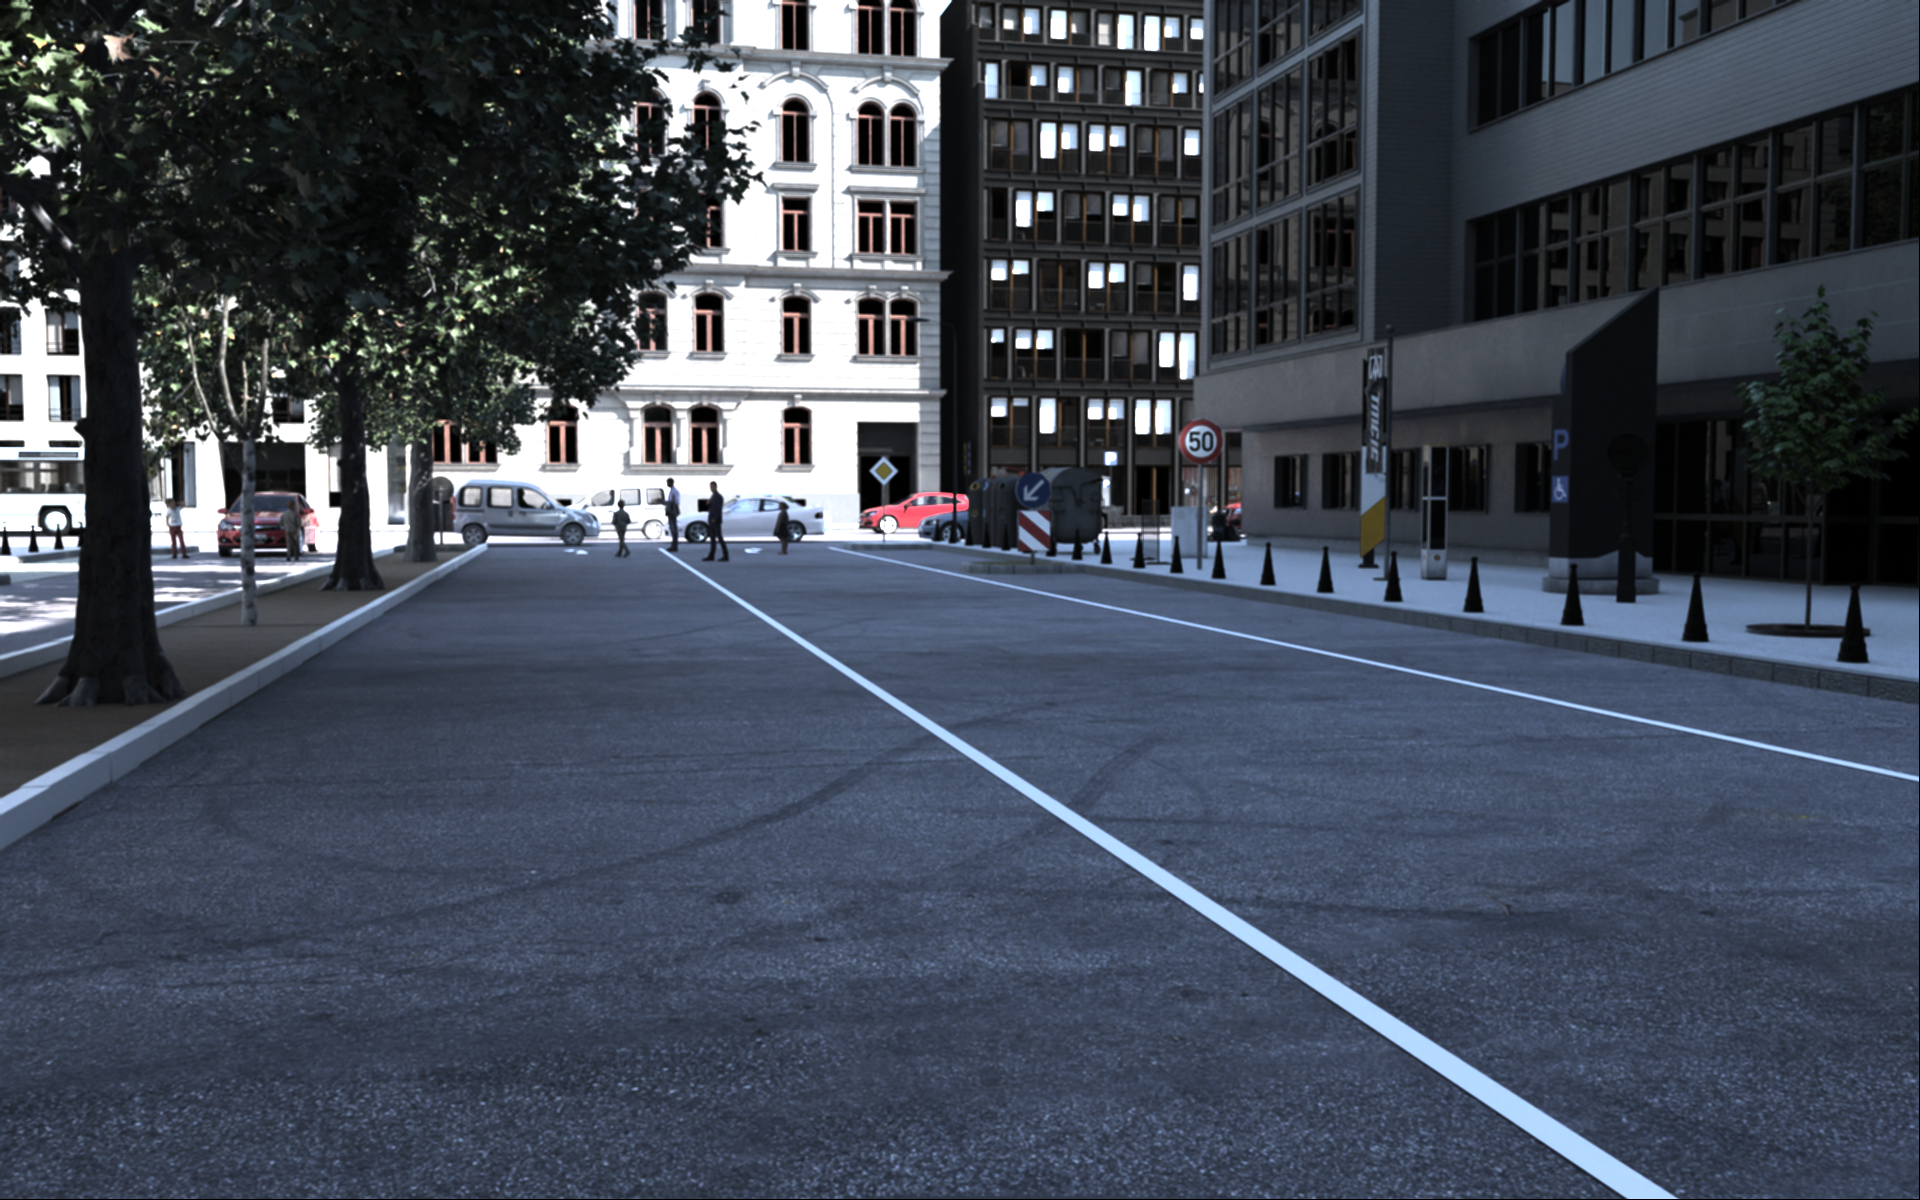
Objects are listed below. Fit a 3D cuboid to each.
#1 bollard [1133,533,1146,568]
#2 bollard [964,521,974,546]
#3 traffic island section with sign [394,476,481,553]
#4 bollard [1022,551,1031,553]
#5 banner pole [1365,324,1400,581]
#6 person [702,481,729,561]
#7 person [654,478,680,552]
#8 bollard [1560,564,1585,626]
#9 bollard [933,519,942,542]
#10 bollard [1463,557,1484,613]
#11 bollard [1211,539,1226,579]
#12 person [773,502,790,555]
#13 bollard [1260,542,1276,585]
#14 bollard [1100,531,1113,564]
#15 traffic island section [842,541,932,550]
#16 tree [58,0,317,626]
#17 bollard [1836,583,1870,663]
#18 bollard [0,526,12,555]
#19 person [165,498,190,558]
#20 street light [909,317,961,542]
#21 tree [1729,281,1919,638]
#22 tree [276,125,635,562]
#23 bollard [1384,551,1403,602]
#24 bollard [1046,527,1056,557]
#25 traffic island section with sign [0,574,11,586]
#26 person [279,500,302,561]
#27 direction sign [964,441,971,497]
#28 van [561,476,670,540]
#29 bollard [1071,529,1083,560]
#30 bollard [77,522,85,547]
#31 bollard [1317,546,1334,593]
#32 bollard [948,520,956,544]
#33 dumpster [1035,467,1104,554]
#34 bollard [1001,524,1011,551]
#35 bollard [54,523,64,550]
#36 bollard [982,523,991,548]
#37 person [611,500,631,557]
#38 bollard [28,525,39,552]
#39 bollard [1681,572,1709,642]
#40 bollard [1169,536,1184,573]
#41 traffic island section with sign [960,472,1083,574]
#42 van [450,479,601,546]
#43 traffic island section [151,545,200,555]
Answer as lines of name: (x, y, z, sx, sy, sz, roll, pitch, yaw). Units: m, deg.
bollard: (3.108, -0.855, 30.026, 0.229, 0.601, 0.229, 0, 3, 0)
bollard: (0.223, -1.654, 43.085, 0.229, 0.601, 0.229, 0, 3, 0)
traffic island section with sign: (-13.074, -2.160, 43.448, 2.006, 1.907, 1.989, -1, 4, -12)
bollard: (1.457, -1.312, 37.486, 0.229, 0.601, 0.229, 0, 3, 0)
banner pole: (6.283, -2.195, 25.897, 0.401, 3.779, 0.863, -1, 4, -17)
person: (-5.235, -1.688, 37.022, 0.530, 1.710, 0.541, -1, 4, -19)
person: (-7.290, -2.128, 43.169, 0.599, 1.838, 0.709, -2, 4, -24)
bollard: (6.005, -0.056, 16.963, 0.229, 0.601, 0.229, 0, 3, 0)
bollard: (-0.608, -1.883, 46.823, 0.229, 0.601, 0.229, 0, 3, 0)
bollard: (5.587, -0.170, 18.828, 0.229, 0.601, 0.229, 0, 3, 0)
bollard: (3.931, -0.627, 26.298, 0.229, 0.601, 0.229, 0, 3, 0)
person: (-4.233, -1.703, 41.011, 0.373, 1.253, 0.362, 1, 4, 21)
bollard: (4.347, -0.513, 24.430, 0.229, 0.601, 0.229, 0, 3, 0)
bollard: (2.697, -0.969, 31.890, 0.229, 0.601, 0.229, 0, 3, 0)
traffic island section: (-1.985, -1.429, 45.649, 2.009, 0.180, 2.903, -1, 4, -12)
tree: (-7.773, -4.033, 18.760, 4.360, 8.622, 3.978, 0, 3, 0)
bollard: (6.829, 0.172, 13.230, 0.229, 0.601, 0.229, 0, 3, 0)
bollard: (-20.053, -1.244, 36.374, 0.229, 0.601, 0.229, 0, 3, 0)
person: (-17.413, -1.598, 38.539, 0.435, 1.345, 0.340, -3, 4, -39)
street light: (-0.667, -4.482, 45.814, 1.470, 5.913, 1.316, -1, 4, -12)
tree: (7.937, -1.298, 15.832, 1.663, 3.219, 1.824, 0, 3, 0)
tree: (-11.375, -7.766, 36.078, 9.857, 13.997, 8.962, 0, 3, 0)
bollard: (5.180, -0.284, 20.693, 0.229, 0.601, 0.229, 0, 3, 0)
bollard: (1.870, -1.197, 35.617, 0.229, 0.601, 0.229, 0, 3, 0)
traffic island section with sign: (-15.970, -1.113, 26.830, 1.989, 1.847, 2.006, -1, 4, -12)
person: (-14.359, -1.491, 37.153, 0.475, 1.303, 0.640, -1, 4, -14)
direction sign: (0.311, -5.035, 74.324, 0.379, 3.537, 0.876, -1, 4, -19)
van: (-11.051, -2.904, 54.486, 4.112, 2.044, 2.013, -1, 4, -13)
bollard: (2.284, -1.083, 33.754, 0.229, 0.601, 0.229, 0, 3, 0)
bollard: (-21.301, -1.588, 42.001, 0.229, 0.601, 0.229, 0, 3, 0)
bollard: (4.762, -0.399, 22.562, 0.229, 0.601, 0.229, 0, 3, 0)
bollard: (-0.197, -1.769, 44.959, 0.229, 0.601, 0.229, 0, 3, 0)
dumpster: (2.309, -1.935, 37.396, 1.264, 1.857, 1.865, -1, 4, -13)
bollard: (1.044, -1.426, 39.350, 0.229, 0.601, 0.229, 0, 3, 0)
bollard: (-20.883, -1.473, 40.121, 0.229, 0.601, 0.229, 0, 3, 0)
bollard: (0.630, -1.540, 41.214, 0.229, 0.601, 0.229, 0, 3, 0)
person: (-7.692, -1.621, 39.278, 0.640, 1.303, 0.475, 3, 4, 39)
bollard: (-20.471, -1.359, 38.255, 0.229, 0.601, 0.229, 0, 3, 0)
bollard: (6.416, 0.058, 15.094, 0.229, 0.601, 0.229, 0, 3, 0)
bollard: (3.523, -0.741, 28.162, 0.229, 0.601, 0.229, 0, 3, 0)
traffic island section with sign: (1.059, -1.424, 31.917, 1.989, 1.847, 2.006, -1, 4, -12)
van: (-12.049, -2.508, 48.021, 4.112, 2.044, 2.013, -1, 4, -12)
traffic island section: (-19.603, -1.192, 41.767, 2.009, 0.180, 2.903, -1, 4, -12)
